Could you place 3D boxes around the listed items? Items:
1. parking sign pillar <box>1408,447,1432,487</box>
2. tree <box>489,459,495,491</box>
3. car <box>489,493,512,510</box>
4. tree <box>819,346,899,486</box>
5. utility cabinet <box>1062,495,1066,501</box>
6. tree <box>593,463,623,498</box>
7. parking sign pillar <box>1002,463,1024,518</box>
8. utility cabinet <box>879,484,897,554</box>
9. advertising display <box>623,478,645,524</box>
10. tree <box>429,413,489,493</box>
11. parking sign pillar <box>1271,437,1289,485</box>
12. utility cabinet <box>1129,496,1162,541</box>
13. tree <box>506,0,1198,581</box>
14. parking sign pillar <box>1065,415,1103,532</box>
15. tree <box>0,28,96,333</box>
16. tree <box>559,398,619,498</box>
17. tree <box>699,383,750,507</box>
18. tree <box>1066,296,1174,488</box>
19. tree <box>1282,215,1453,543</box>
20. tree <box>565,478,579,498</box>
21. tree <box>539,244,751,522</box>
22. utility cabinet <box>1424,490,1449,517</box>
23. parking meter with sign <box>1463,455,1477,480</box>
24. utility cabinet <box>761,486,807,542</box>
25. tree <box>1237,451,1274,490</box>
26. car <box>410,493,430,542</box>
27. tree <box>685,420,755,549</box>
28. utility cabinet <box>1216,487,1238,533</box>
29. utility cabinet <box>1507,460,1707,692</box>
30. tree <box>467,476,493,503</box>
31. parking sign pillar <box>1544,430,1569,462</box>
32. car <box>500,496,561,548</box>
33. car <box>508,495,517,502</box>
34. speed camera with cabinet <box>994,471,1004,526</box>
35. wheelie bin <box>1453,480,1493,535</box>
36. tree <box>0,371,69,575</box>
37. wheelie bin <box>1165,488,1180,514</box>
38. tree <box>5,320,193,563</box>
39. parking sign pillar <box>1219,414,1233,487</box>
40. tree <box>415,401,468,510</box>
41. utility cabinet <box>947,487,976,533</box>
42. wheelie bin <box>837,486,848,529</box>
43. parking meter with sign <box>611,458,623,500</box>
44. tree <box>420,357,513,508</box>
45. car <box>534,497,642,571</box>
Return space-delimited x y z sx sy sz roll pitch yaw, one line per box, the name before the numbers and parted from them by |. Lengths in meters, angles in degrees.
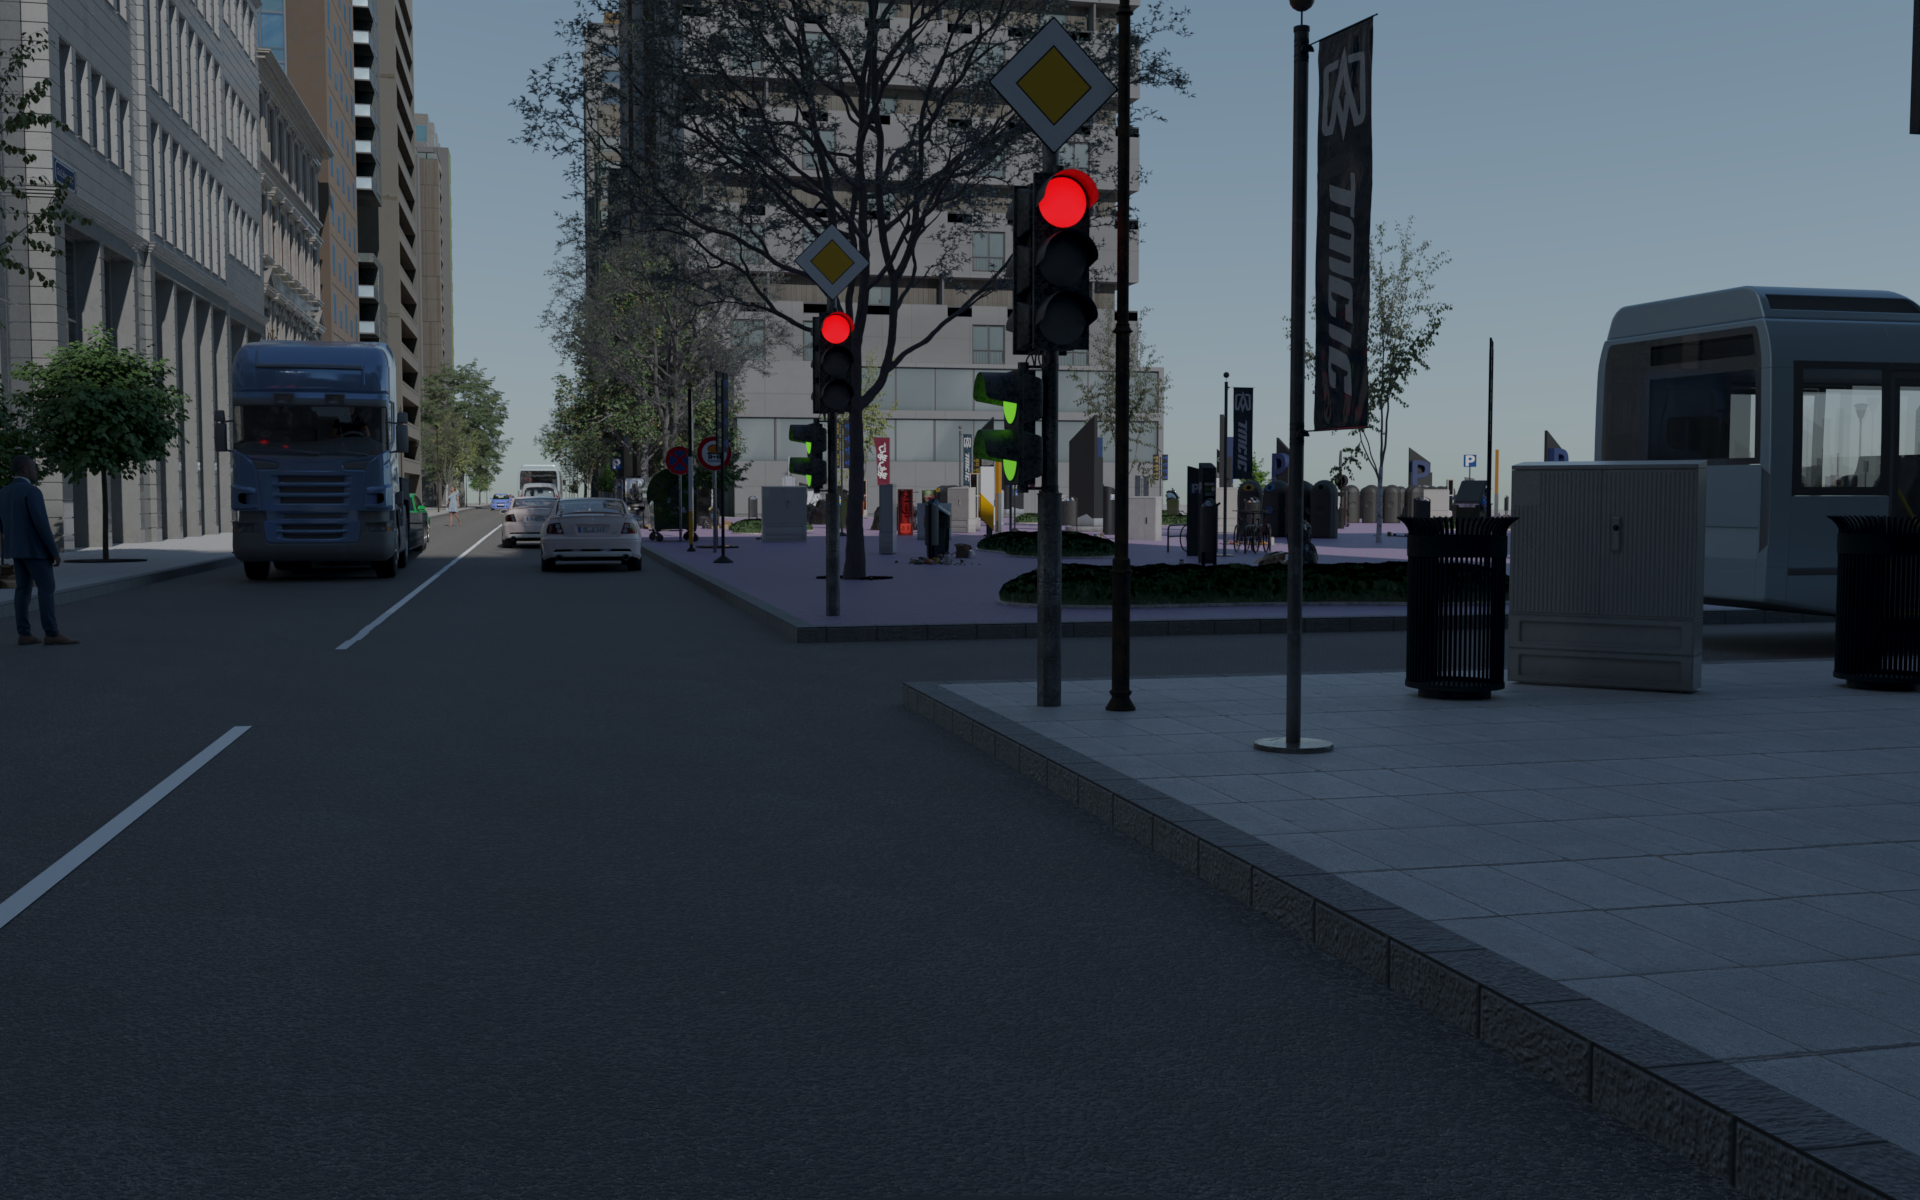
parking sign pillar | 26.564 -6.820 99.973 1.447 3.967 1.447 0 4 -8
tree | -59.056 -16.056 212.878 4.737 8.622 4.395 0 3 0
car | -40.550 -8.772 153.007 1.945 1.707 3.694 -1 4 -14
tree | -4.966 -8.338 86.696 4.737 8.622 4.395 0 3 0
utility cabinet | 4.720 -4.417 83.373 0.306 1.237 1.020 2 4 35
tree | -19.407 -6.207 96.091 1.663 3.219 1.824 0 3 0
parking sign pillar | 2.869 -6.464 94.161 1.447 3.967 1.447 -3 5 -42
utility cabinet | -1.561 -1.747 37.248 0.318 1.500 1.173 0 4 2
advertising display | -12.752 -3.827 67.788 0.123 1.923 0.974 3 5 42
tree | -44.011 -12.273 151.018 4.737 8.622 4.395 0 3 0
parking sign pillar | 15.267 -5.710 81.823 1.447 3.967 1.447 -2 4 -26
utility cabinet | 5.122 -2.259 48.093 0.306 1.237 1.020 -3 5 -43
tree | -1.475 -7.062 25.830 12.009 13.543 11.850 0 3 0
parking sign pillar | 4.319 -4.339 59.412 1.447 3.967 1.447 -3 4 -38
tree | -12.507 -4.253 19.897 4.737 8.622 4.395 0 3 0
tree | -26.921 -10.739 125.938 4.360 8.622 3.978 0 3 0
tree | -12.747 -8.379 87.365 4.360 8.622 3.978 0 3 0
tree | 5.984 -6.947 63.944 4.360 8.622 3.978 0 3 0
tree | 10.930 -5.836 45.788 4.360 8.622 3.978 0 3 0
tree | -43.149 -12.188 193.872 1.663 3.219 1.824 0 3 0
tree | -14.237 -9.872 78.422 9.611 12.733 9.660 0 3 0
utility cabinet | 23.271 -4.644 84.613 1.173 1.500 0.318 1 4 20
parking meter with sign | 22.760 -4.955 77.268 0.543 3.016 1.738 1 4 18
utility cabinet | -4.694 -2.298 46.248 1.173 1.500 0.318 -1 4 -13
tree | 13.200 -5.090 77.820 1.663 3.219 1.824 0 3 0
car | -16.327 -2.508 49.802 1.959 1.807 4.718 -1 4 -12
tree | -5.675 -2.855 41.280 1.663 3.219 1.824 0 3 0
utility cabinet | 8.598 -2.964 57.137 1.173 1.500 0.318 1 4 21
utility cabinet | 4.265 -0.170 11.458 1.173 1.500 0.318 2 4 33
tree | -67.369 -15.879 243.328 4.285 4.588 4.351 0 3 0
parking sign pillar | 25.322 -5.202 73.519 1.447 3.967 1.447 -3 4 -38
car | -11.535 -2.145 47.428 2.083 1.381 4.827 -1 4 -12
car | -60.347 -13.416 231.711 2.083 1.381 4.827 -1 4 -12
speed camera with cabinet | 1.364 -4.587 69.330 0.660 3.252 2.038 0 4 7
wheelie bin | 11.695 -1.932 39.504 0.980 1.594 0.693 3 5 45
tree | -15.042 -1.989 27.116 1.663 3.219 1.824 0 3 0
wheelie bin | 10.456 -4.725 85.158 0.693 1.594 0.980 1 4 13
tree | -16.303 -2.998 32.729 4.285 4.588 4.351 0 3 0
parking sign pillar | 9.099 -4.324 59.163 1.447 3.967 1.447 1 4 12
tree | -40.847 -11.438 137.378 4.360 8.622 3.978 0 3 0
utility cabinet | 0.039 -2.963 57.120 0.318 1.500 1.173 -3 4 -36
wheelie bin | -4.461 -3.441 64.168 0.693 1.594 0.980 -2 4 -23
parking meter with sign | -16.721 -5.437 85.148 0.543 3.016 1.738 0 4 -1
tree | -46.332 -15.521 160.420 9.857 13.997 8.962 0 3 0
car | -7.189 -1.300 33.614 2.083 1.381 4.827 -1 4 -13
